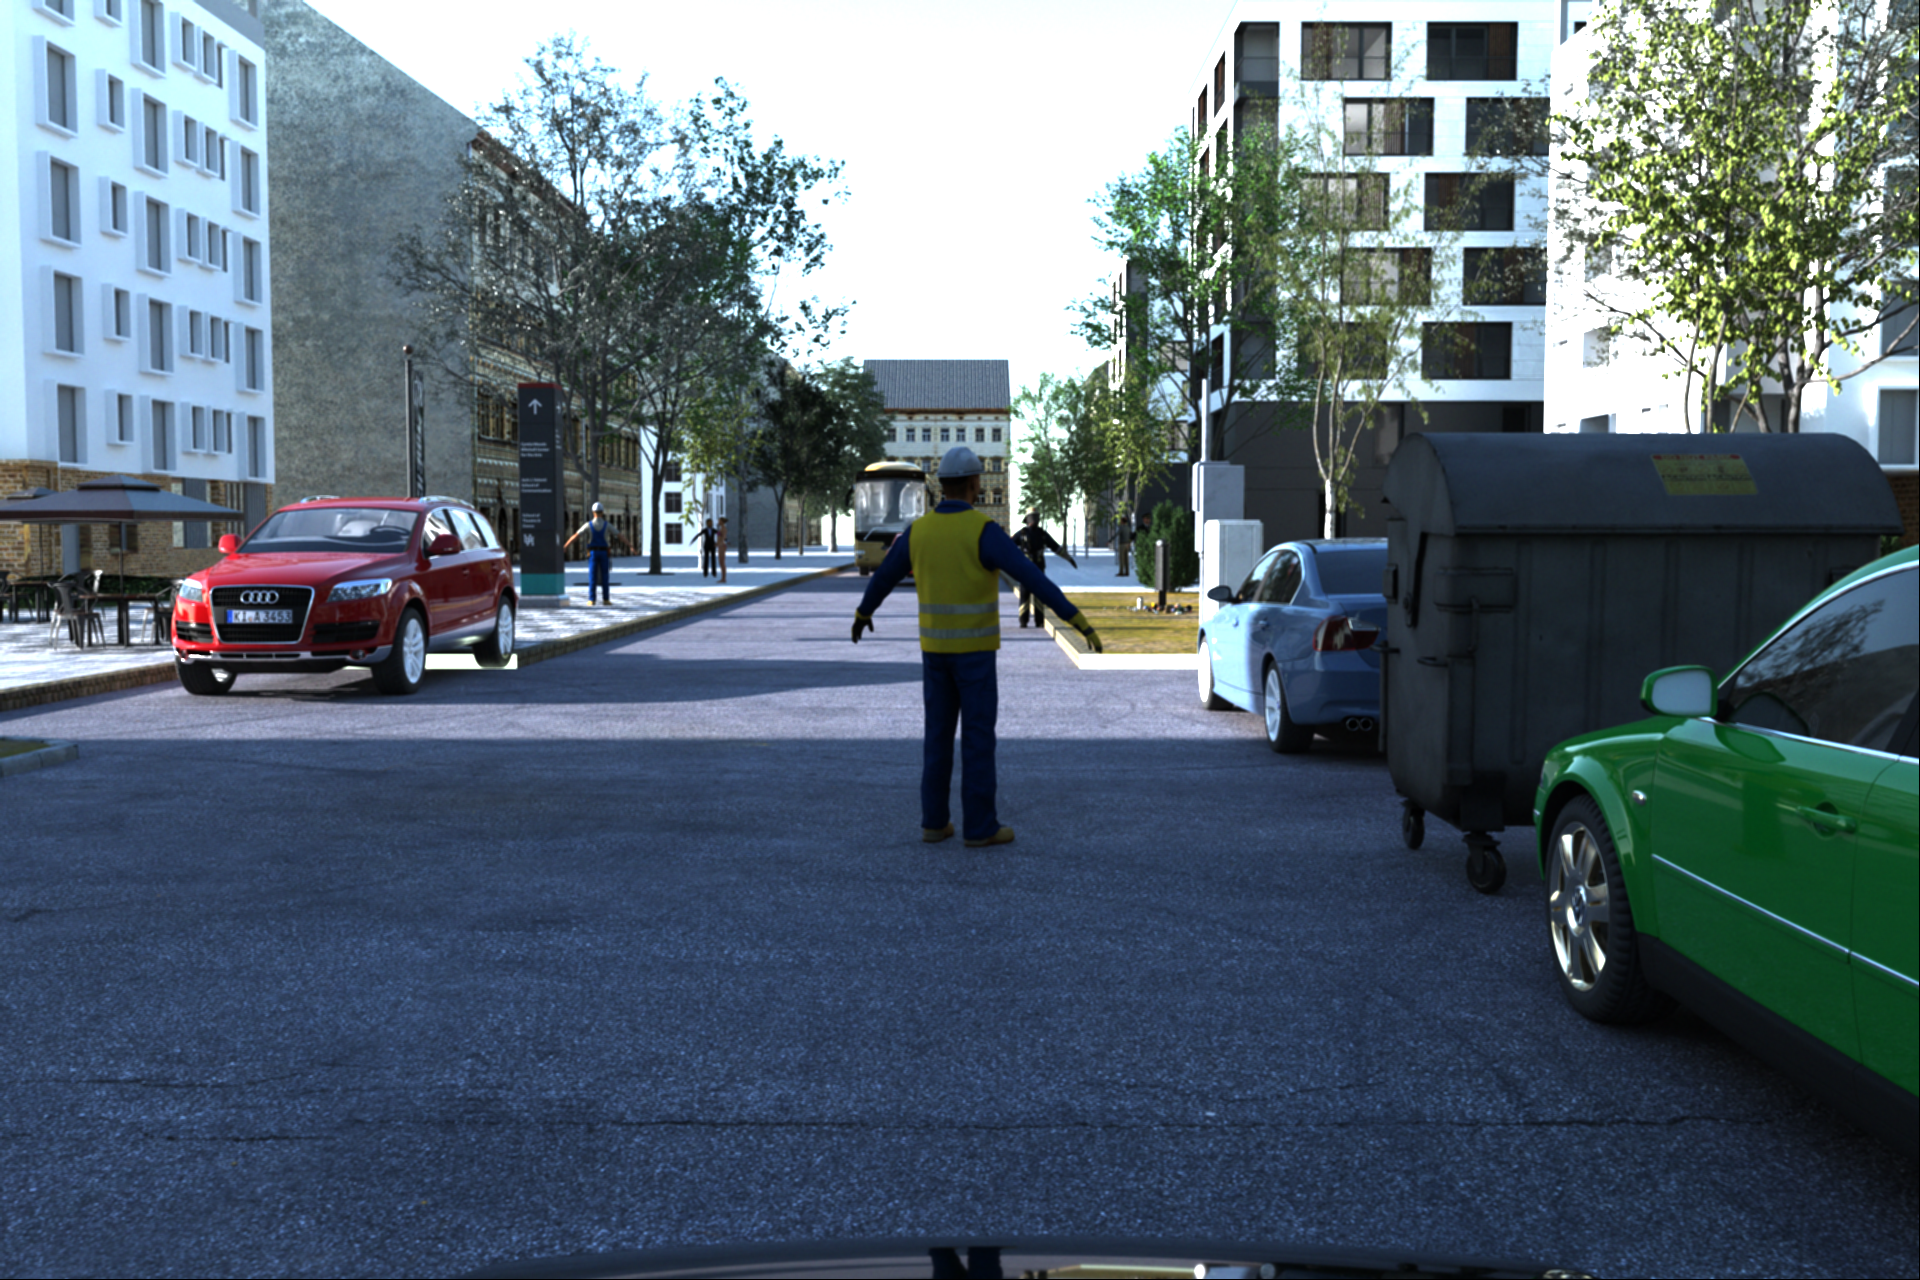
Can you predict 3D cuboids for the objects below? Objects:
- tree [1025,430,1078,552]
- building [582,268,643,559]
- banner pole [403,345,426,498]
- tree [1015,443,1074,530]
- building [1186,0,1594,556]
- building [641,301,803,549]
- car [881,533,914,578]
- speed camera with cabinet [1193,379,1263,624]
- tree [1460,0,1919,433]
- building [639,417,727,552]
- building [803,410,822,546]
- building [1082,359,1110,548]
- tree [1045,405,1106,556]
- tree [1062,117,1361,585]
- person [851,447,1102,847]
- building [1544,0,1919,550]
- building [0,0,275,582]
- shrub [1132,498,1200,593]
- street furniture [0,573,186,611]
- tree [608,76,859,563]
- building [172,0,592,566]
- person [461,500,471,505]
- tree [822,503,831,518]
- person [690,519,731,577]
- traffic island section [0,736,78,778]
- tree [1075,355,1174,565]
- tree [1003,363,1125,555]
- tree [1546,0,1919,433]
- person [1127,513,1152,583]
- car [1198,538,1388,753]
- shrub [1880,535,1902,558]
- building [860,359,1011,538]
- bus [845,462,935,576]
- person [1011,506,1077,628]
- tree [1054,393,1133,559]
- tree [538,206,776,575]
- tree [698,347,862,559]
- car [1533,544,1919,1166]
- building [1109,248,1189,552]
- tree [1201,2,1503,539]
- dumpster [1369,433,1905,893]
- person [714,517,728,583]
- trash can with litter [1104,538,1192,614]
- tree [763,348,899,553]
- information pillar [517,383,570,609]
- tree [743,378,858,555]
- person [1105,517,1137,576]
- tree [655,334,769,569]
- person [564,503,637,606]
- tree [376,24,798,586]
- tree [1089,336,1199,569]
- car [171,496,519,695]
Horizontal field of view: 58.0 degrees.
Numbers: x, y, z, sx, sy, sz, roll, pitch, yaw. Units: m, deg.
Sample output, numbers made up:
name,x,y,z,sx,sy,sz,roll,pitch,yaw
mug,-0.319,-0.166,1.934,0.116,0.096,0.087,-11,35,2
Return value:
name,x,y,z,sx,sy,sz,roll,pitch,yaw
tree,6.199,-10.477,121.667,4.737,8.622,4.395,0,3,0
building,-28.074,-15.994,92.430,19.493,23.208,18.063,0,4,0
banner pole,-7.286,-2.031,23.220,0.401,3.779,0.863,0,4,0
tree,10.620,-18.098,214.024,7.486,12.596,7.792,0,3,0
building,24.533,-14.605,82.764,27.936,21.610,32.646,0,3,0
building,-24.760,-20.186,160.969,19.493,23.208,18.063,0,4,0
car,-1.174,-2.446,49.036,2.155,1.783,4.494,0,4,0
speed camera with cabinet,3.333,-1.665,21.553,0.660,3.252,2.038,0,4,0
tree,13.546,-7.207,28.203,12.009,13.543,11.850,0,3,0
building,-23.171,-11.997,138.293,9.099,9.664,28.070,0,4,-1
building,-25.195,-21.935,189.558,19.493,23.208,18.063,0,4,0
building,22.037,-20.697,169.316,19.493,23.208,18.063,0,4,0
tree,6.517,-9.108,99.281,4.360,8.622,3.978,0,3,0
tree,6.322,-7.238,44.105,9.928,11.665,9.643,0,3,0
person,0.015,0.023,8.044,1.349,1.833,0.705,2,4,31
building,25.387,-12.341,58.201,16.016,20.090,11.380,0,4,0
building,-27.728,-11.471,43.969,16.016,20.090,11.380,0,4,0
shrub,4.555,-2.071,37.896,1.661,2.075,1.752,0,3,0
street furniture,-16.108,-1.036,32.570,10.072,0.657,5.734,3,5,44
tree,-10.477,-13.385,74.735,12.611,20.169,13.585,0,3,0
building,-27.364,-14.849,73.709,19.493,23.208,18.063,0,4,1
person,-8.409,-1.446,29.407,0.705,1.858,1.354,-1,4,-9
tree,-18.195,-17.055,213.254,7.601,10.594,8.767,0,4,-6
person,-7.441,-2.742,51.555,1.216,1.740,0.721,-1,4,-13
traffic island section,-6.626,0.751,10.582,1.991,0.108,1.994,0,3,0
tree,6.576,-7.391,71.208,4.737,8.622,4.395,0,3,0
tree,6.375,-11.049,106.406,9.928,11.665,9.643,0,3,0
tree,8.906,-4.258,19.989,4.737,8.622,4.395,0,3,0
person,4.896,-2.413,45.382,1.347,1.837,0.705,-2,4,-29
car,2.881,-0.039,12.638,2.014,1.417,4.499,0,4,-1
shrub,19.476,-2.020,37.442,1.690,2.028,1.600,0,3,0
building,-2.945,-23.390,215.817,18.063,23.208,19.493,0,4,0
bus,-2.274,-4.361,62.850,2.896,3.916,12.252,0,4,0
person,1.114,-1.119,26.527,1.354,1.856,0.705,-1,4,-11
tree,6.651,-8.493,89.216,4.737,8.622,4.395,0,3,0
tree,-9.451,-7.867,54.374,9.928,11.665,9.643,0,3,0
tree,-9.201,-9.328,86.918,8.767,10.594,7.601,0,4,-4
car,2.685,0.311,3.713,1.959,1.807,4.718,0,4,0
building,25.839,-18.129,140.389,27.936,21.610,32.646,0,3,0
tree,5.137,-4.565,24.999,4.360,8.622,3.978,0,3,0
dumpster,2.785,0.052,7.373,1.865,1.857,1.264,0,4,-1
person,-6.348,-2.377,45.666,0.721,1.733,1.217,-1,4,-14
trash can with litter,3.288,-1.074,28.620,1.678,1.210,2.233,0,3,0
tree,-8.854,-13.080,120.515,9.857,13.997,8.962,0,3,0
information pillar,-7.244,-2.484,29.990,0.750,3.857,0.750,0,4,0
tree,-9.793,-10.398,104.415,8.767,10.594,7.601,1,4,20
person,4.968,-2.841,52.725,1.348,1.796,0.705,-3,5,-40
tree,-9.358,-6.918,63.466,4.737,8.622,4.395,0,3,0
person,-6.498,-1.548,31.159,1.347,1.847,0.705,-1,4,-11
tree,-9.232,-8.108,42.940,12.009,13.543,11.850,0,3,0
tree,6.551,-6.931,63.681,4.737,8.622,4.395,0,3,0
car,-5.887,-0.518,17.139,2.281,1.827,5.304,0,3,0
